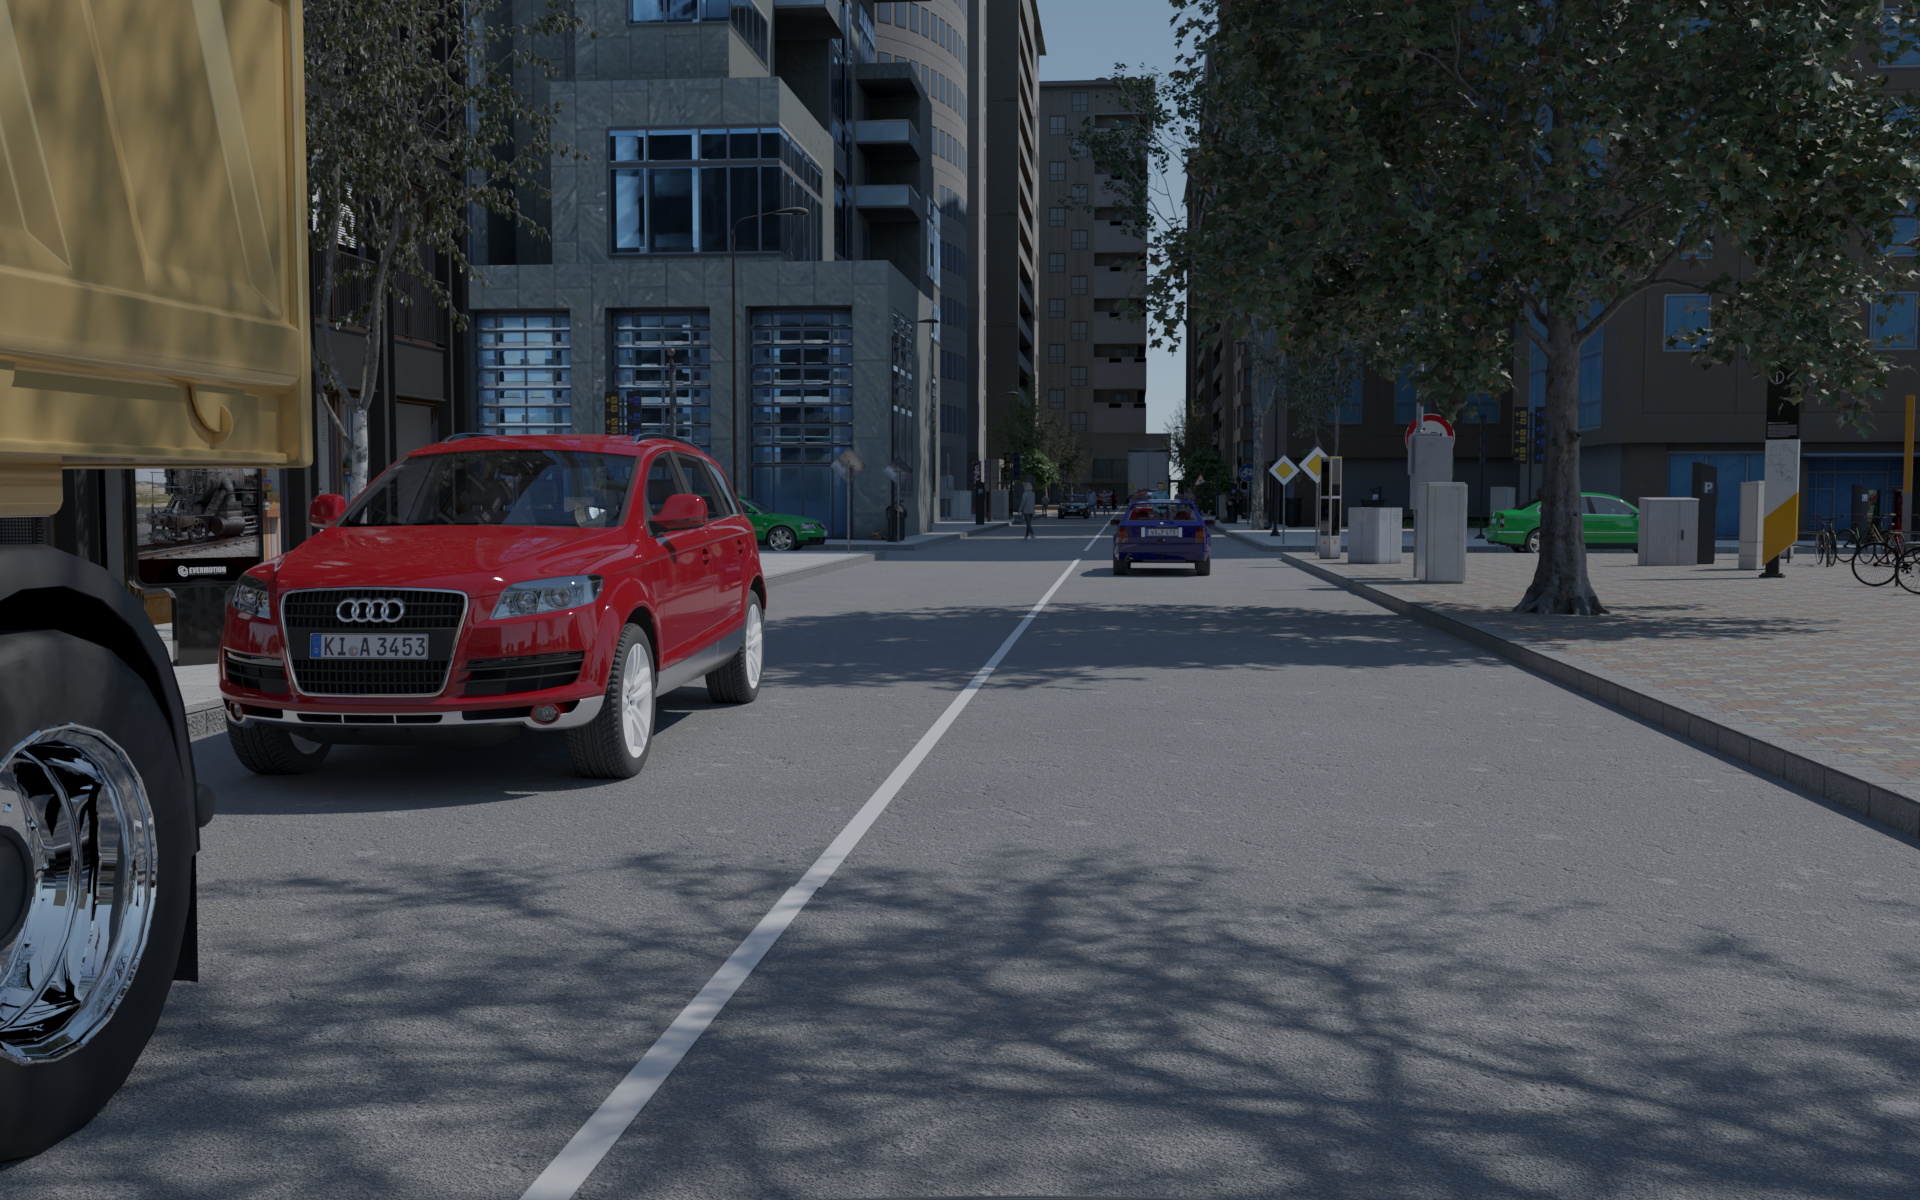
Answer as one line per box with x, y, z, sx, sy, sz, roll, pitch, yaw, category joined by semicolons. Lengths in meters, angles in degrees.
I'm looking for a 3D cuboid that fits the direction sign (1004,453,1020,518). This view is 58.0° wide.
2.827;-6.284;94.746;0.876;3.537;0.379;-1;4;-10;direction sign

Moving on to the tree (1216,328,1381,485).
10.007;-5.935;47.397;4.360;8.622;3.978;0;3;0;tree

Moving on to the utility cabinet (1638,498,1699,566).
12.688;-1.215;31.023;1.020;1.237;0.306;-1;4;-12;utility cabinet

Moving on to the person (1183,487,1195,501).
10.925;-4.548;83.221;0.716;1.782;0.532;-1;4;-10;person

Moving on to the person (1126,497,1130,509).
16.042;-9.331;164.301;0.697;1.427;0.421;-3;5;-41;person

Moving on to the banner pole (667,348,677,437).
-4.883;-2.419;29.568;0.401;3.779;0.863;-1;4;-16;banner pole

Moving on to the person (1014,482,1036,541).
2.025;-2.685;52.577;0.709;1.800;0.728;-3;5;-41;person

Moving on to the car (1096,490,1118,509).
14.587;-9.998;172.142;2.281;1.827;5.304;0;4;4;car

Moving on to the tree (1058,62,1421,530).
9.607;-12.468;59.747;12.611;20.169;13.585;0;3;0;tree

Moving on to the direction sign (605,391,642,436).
-7.412;-2.825;38.186;0.876;3.537;0.379;1;4;16;direction sign

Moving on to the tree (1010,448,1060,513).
4.868;-8.340;120.078;4.285;4.588;4.351;0;3;0;tree

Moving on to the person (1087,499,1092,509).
8.876;-6.743;119.313;0.480;1.755;0.524;-2;4;-28;person

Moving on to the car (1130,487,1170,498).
10.937;-5.551;99.425;2.281;1.827;5.304;0;4;5;car

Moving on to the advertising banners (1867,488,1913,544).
24.118;-2.946;44.363;0.090;3.025;2.074;-3;5;-41;advertising banners

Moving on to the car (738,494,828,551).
-5.606;-2.052;42.352;4.718;1.807;1.959;0;4;4;car

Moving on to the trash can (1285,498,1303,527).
12.848;-3.369;66.742;0.748;1.137;0.748;0;3;0;trash can

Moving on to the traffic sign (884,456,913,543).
-1.611;-2.548;45.301;0.795;2.450;0.064;0;4;6;traffic sign

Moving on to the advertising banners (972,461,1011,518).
1.638;-5.802;91.055;2.074;3.025;0.090;0;4;-4;advertising banners

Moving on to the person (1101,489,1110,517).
9.239;-6.156;109.743;0.643;1.750;0.593;0;4;2;person

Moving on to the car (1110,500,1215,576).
3.717;-1.175;31.800;1.945;1.354;3.894;0;4;7;car

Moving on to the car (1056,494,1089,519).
6.628;-5.570;100.853;2.009;1.686;4.222;0;4;6;car

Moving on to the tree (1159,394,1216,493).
17.119;-10.825;127.344;4.360;8.622;3.978;0;3;0;tree

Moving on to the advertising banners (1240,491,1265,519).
15.103;-5.573;87.302;2.074;3.025;0.090;2;4;31;advertising banners

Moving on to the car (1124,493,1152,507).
8.260;-4.085;75.829;2.155;1.783;4.494;0;4;7;car

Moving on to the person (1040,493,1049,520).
4.742;-5.269;97.243;0.523;1.515;0.503;2;4;29;person

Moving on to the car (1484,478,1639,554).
14.466;-1.880;39.541;4.718;1.807;1.959;0;4;5;car

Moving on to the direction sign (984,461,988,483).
1.554;-7.684;117.634;0.876;3.537;0.379;-2;4;-35;direction sign

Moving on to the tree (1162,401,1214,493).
17.793;-11.236;134.069;4.737;8.622;4.395;0;3;0;tree

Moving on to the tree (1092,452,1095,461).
12.773;-14.905;194.065;4.360;8.622;3.978;0;3;0;tree

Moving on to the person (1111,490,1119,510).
13.841;-8.996;155.545;0.705;1.831;1.348;-2;4;-25;person

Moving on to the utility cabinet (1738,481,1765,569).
13.624;-1.274;29.503;0.318;1.500;1.173;3;5;43;utility cabinet

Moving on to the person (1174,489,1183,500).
13.246;-5.849;104.969;0.563;1.720;0.643;1;4;16;person

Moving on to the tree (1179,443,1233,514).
15.787;-7.760;110.594;4.285;4.588;4.351;0;3;0;tree

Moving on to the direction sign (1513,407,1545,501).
14.790;-3.237;44.922;0.876;3.537;0.379;0;4;5;direction sign

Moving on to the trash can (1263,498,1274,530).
10.925;-3.101;62.348;0.748;1.137;0.748;0;3;0;trash can

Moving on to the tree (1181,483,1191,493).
20.739;-9.790;154.663;1.663;3.219;1.824;0;3;0;tree

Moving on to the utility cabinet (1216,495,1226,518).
13.793;-4.914;91.505;0.306;1.237;1.020;1;4;23;utility cabinet

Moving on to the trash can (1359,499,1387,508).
11.205;-2.164;47.036;0.748;1.137;0.748;0;3;0;trash can

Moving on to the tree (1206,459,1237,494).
14.530;-6.128;94.791;1.663;3.219;1.824;0;3;0;tree

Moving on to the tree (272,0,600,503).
-5.419;-3.994;15.658;4.360;8.622;3.978;0;3;0;tree

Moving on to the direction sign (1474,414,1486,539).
14.922;-3.518;49.513;0.379;3.537;0.876;0;4;7;direction sign

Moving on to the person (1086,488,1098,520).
7.281;-5.309;95.569;0.793;1.790;0.793;-1;4;-19;person

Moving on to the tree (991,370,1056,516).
3.730;-9.358;103.368;4.737;8.622;4.395;0;3;0;tree

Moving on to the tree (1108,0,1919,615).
6.413;-6.207;18.488;9.611;12.733;9.660;0;3;0;tree

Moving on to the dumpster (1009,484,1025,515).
3.398;-5.720;99.282;1.264;1.857;1.865;0;4;6;dumpster

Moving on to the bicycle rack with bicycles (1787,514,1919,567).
16.272;-1.090;31.212;2.852;0.926;2.925;0;4;6;bicycle rack with bicycles

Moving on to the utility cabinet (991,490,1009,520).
1.922;-4.724;85.908;0.318;1.500;1.173;-3;4;-38;utility cabinet

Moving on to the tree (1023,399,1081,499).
6.654;-11.115;132.098;4.360;8.622;3.978;0;3;0;tree

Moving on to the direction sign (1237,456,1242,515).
16.787;-6.853;104.037;0.379;3.537;0.876;2;4;23;direction sign

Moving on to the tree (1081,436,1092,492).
10.199;-13.410;169.615;4.360;8.622;3.978;0;3;0;tree

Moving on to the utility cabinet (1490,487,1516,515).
16.590;-2.706;52.923;0.318;1.500;1.173;0;4;-5;utility cabinet

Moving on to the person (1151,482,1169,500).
6.457;-2.894;55.840;0.660;1.820;0.620;-1;4;-14;person

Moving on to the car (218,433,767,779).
-2.510;-0.110;10.468;2.281;1.827;5.304;0;4;4;car
